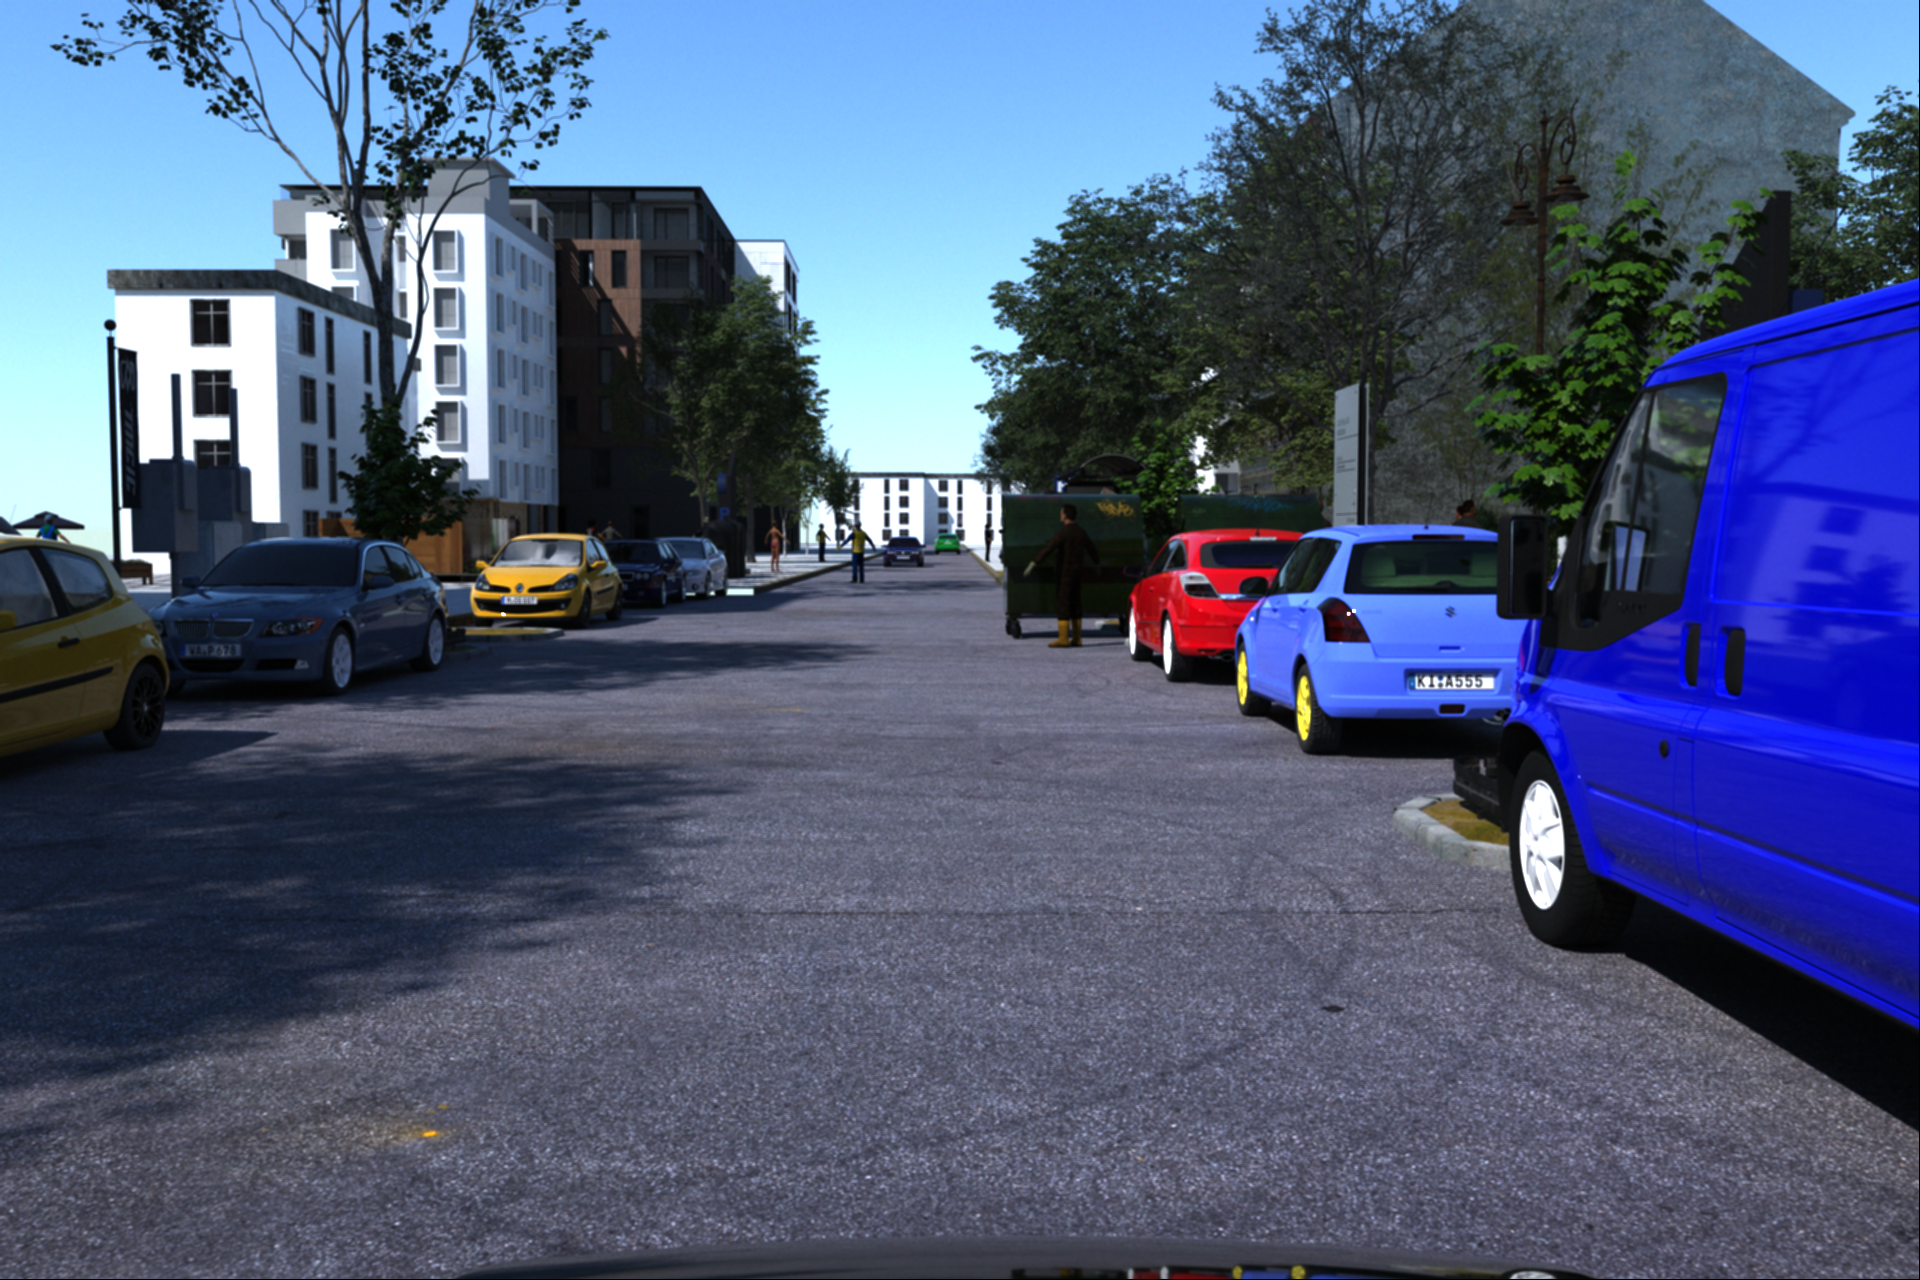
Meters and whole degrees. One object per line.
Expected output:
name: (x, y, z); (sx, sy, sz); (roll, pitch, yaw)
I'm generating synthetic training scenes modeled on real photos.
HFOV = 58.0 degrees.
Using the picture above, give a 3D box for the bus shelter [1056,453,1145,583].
bus shelter: (3.767, -3.195, 46.169); (2.014, 3.302, 5.546); (0, 4, -1)

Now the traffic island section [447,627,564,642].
traffic island section: (-6.590, -0.069, 24.000); (1.991, 0.108, 1.994); (0, 3, 0)

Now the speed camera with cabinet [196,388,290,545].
speed camera with cabinet: (-10.068, -1.833, 24.299); (0.660, 3.252, 2.038); (0, 4, -1)

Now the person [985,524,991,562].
person: (1.352, -4.425, 79.074); (0.721, 1.740, 1.216); (0, 4, 2)

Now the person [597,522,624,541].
person: (-14.681, -4.069, 72.796); (1.348, 1.796, 0.705); (0, 4, 7)

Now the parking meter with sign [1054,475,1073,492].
parking meter with sign: (3.094, -3.321, 50.554); (0.543, 3.016, 1.738); (0, 4, -2)

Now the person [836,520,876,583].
person: (-3.001, -2.587, 50.728); (1.349, 1.833, 0.705); (-2, 4, -35)

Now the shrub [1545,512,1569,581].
shrub: (16.100, -2.639, 47.573); (1.690, 2.028, 1.600); (0, 3, 0)

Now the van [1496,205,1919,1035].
van: (2.959, 0.006, 4.294); (2.240, 2.365, 5.245); (0, 4, -1)

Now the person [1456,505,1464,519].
person: (9.279, -1.591, 32.166); (1.344, 1.810, 0.704); (-2, 4, -27)

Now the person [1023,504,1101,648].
person: (1.357, -0.816, 21.929); (1.346, 1.812, 0.704); (-3, 5, -42)

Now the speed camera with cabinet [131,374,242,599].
speed camera with cabinet: (-9.880, -1.702, 22.164); (0.660, 3.252, 2.038); (0, 4, -1)

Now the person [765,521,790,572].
person: (-6.255, -3.206, 59.223); (1.217, 1.733, 0.721); (3, 5, 41)

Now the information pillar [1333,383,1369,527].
information pillar: (6.260, -2.232, 27.801); (0.184, 3.620, 1.656); (0, 4, 0)

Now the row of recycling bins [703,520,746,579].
row of recycling bins: (-6.905, -2.693, 51.144); (1.069, 1.692, 3.534); (0, 4, 0)

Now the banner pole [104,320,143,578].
banner pole: (-9.915, -1.868, 20.552); (0.401, 3.779, 0.863); (0, 4, 0)

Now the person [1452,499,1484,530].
person: (7.952, -1.284, 27.058); (0.705, 1.821, 1.348); (-2, 4, -31)

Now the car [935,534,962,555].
car: (-0.855, -6.927, 122.051); (1.959, 1.807, 4.718); (0, 3, 0)

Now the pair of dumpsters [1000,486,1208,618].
pair of dumpsters: (2.903, -1.519, 29.782); (4.436, 2.255, 1.574); (0, 3, 0)

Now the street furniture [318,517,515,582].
street furniture: (-14.112, -2.603, 49.413); (9.812, 1.723, 11.010); (0, 4, 3)

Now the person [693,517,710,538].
person: (-8.556, -3.229, 58.580); (1.354, 1.856, 0.705); (-1, 4, -21)

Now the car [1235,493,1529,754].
car: (3.059, -0.183, 12.581); (1.945, 1.707, 3.694); (0, 4, 0)

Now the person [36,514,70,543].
person: (-24.756, -2.512, 47.191); (1.347, 1.817, 0.704); (1, 4, 19)

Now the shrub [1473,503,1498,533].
shrub: (12.980, -2.404, 43.350); (1.661, 2.075, 1.752); (0, 3, 0)

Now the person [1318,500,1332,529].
person: (5.426, -1.243, 26.502); (1.348, 1.807, 0.705); (-3, 4, -37)

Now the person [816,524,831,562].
person: (-6.345, -4.525, 80.445); (0.721, 1.772, 1.216); (2, 4, 28)

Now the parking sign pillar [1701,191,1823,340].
parking sign pillar: (6.578, -1.582, 14.340); (1.447, 3.967, 1.447); (0, 4, 0)

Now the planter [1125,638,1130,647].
planter: (3.130, -0.055, 22.044); (1.991, 0.319, 1.994); (0, 4, -1)

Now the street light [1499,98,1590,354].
street light: (6.356, -2.827, 19.007); (0.468, 5.910, 1.993); (0, 4, 0)

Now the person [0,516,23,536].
person: (-9.054, -0.582, 15.983); (1.216, 1.778, 0.721); (-3, 5, -44)

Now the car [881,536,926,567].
car: (-2.462, -3.885, 76.096); (1.945, 1.354, 3.894); (0, 4, -1)

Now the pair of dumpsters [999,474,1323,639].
pair of dumpsters: (2.756, -1.178, 24.213); (4.436, 2.255, 1.574); (0, 4, -1)

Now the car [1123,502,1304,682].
car: (2.856, -0.565, 18.277); (2.155, 1.783, 4.494); (0, 4, -1)

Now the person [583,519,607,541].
person: (-13.585, -3.546, 64.118); (1.345, 1.843, 0.704); (2, 4, 30)

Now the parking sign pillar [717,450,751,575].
parking sign pillar: (-7.394, -4.075, 55.092); (1.447, 3.967, 1.447); (0, 4, 1)

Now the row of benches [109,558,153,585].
row of benches: (-21.968, -1.663, 42.660); (4.104, 0.672, 1.422); (-3, 5, -41)
